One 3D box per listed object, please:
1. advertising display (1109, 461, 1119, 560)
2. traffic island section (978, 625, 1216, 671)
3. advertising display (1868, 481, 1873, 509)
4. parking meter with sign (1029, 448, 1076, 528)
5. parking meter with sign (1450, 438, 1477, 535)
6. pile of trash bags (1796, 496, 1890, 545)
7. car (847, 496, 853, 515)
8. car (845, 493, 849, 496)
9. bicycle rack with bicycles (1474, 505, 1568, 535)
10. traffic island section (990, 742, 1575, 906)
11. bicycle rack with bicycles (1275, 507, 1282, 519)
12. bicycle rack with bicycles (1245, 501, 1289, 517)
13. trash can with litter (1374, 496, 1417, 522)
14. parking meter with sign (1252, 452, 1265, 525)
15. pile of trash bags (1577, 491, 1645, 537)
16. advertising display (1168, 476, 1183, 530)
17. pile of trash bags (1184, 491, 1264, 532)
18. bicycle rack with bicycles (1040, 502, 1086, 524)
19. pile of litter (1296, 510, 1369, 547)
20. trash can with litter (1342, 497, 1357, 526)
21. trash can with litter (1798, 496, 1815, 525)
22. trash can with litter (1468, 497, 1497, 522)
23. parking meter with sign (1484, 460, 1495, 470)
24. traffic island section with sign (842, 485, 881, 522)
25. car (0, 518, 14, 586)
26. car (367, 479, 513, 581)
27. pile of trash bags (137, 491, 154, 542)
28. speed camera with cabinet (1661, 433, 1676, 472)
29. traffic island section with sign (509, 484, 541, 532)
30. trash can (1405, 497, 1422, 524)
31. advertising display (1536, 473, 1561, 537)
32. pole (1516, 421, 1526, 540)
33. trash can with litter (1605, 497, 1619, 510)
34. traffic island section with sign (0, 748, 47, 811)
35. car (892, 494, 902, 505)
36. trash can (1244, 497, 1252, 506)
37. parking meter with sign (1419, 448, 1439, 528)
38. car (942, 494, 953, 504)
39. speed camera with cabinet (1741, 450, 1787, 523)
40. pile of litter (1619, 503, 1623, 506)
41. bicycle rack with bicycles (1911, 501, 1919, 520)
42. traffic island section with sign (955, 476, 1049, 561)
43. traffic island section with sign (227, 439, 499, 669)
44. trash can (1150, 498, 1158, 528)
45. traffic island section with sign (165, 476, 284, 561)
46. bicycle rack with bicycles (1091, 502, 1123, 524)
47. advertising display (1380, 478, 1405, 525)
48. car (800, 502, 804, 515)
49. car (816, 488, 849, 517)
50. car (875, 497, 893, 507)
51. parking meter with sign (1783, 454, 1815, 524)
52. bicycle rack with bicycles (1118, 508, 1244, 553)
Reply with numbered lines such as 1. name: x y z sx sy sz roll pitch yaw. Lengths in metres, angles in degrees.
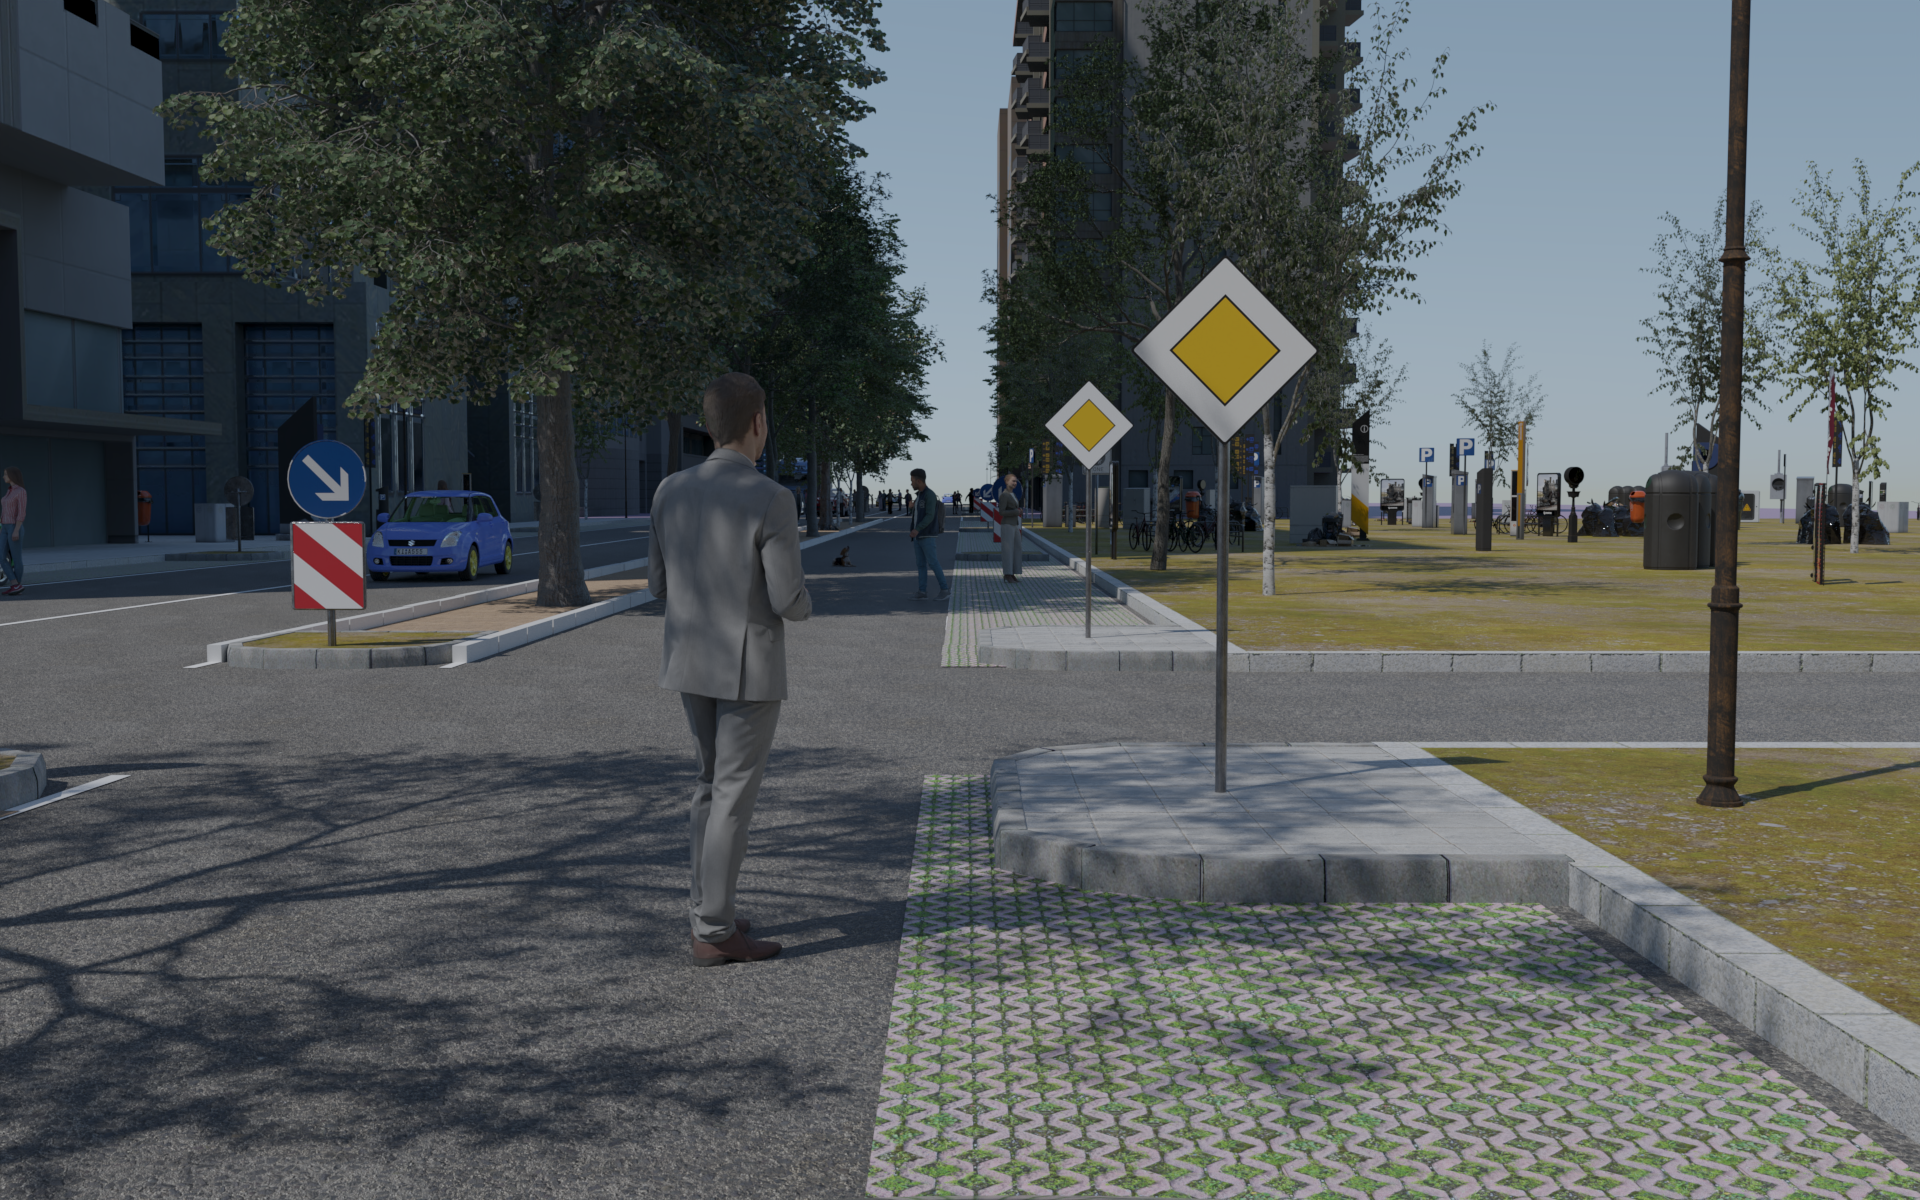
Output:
1. advertising display: 3.033 -1.772 34.181 0.123 1.923 0.974 0 4 1
2. traffic island section: 1.163 0.417 15.457 2.009 0.180 2.903 0 4 0
3. advertising display: 44.671 -4.879 84.978 0.123 1.923 0.974 2 4 31
4. parking meter with sign: 3.572 -4.292 66.434 1.738 3.016 0.543 -1 4 -14
5. parking meter with sign: 15.842 -3.582 54.821 0.543 3.016 1.738 0 4 7
6. pile of trash bags: 23.364 -2.119 44.394 3.447 1.369 1.912 2 4 25
7. car: -8.111 -6.362 116.017 2.014 1.417 4.499 0 4 0
8. car: -12.860 -11.278 193.988 1.945 1.707 3.694 0 4 -1
9. bicycle rack with bicycles: 18.002 -2.577 55.512 2.925 0.926 2.852 1 4 16
10. traffic island section: 1.143 0.906 7.472 2.009 0.180 2.903 0 4 0
11. bicycle rack with bicycles: 5.913 -1.823 43.193 2.925 0.926 2.852 -3 5 -41
12. bicycle rack with bicycles: 15.507 -4.652 89.447 2.925 0.926 2.852 -1 4 -20
13. trash can with litter: 20.729 -4.409 83.143 1.678 1.210 2.233 3 4 39
14. parking meter with sign: 12.617 -4.683 72.823 0.543 3.016 1.738 2 4 30
15. pile of trash bags: 19.840 -2.577 51.879 1.912 1.369 3.447 0 4 2
16. advertising display: 7.563 -3.462 61.819 0.123 1.923 0.974 -3 4 -36
17. pile of trash bags: 8.791 -3.017 59.084 1.912 1.369 3.447 3 5 43
18. bicycle rack with bicycles: 5.129 -4.020 79.108 2.852 0.926 2.925 2 4 29
19. pile of litter: 9.189 -1.754 42.640 1.719 0.858 1.176 1 4 22
20. trash can with litter: 15.155 -3.610 70.084 2.233 1.210 1.678 0 4 7
21. trash can with litter: 35.520 -3.700 71.556 2.233 1.210 1.678 -2 4 -27
22. trash can with litter: 23.692 -4.166 79.165 2.233 1.210 1.678 -1 4 -9
23. parking meter with sign: 26.620 -5.631 88.334 0.543 3.016 1.738 -1 4 -9
24. traffic island section with sign: -5.107 -5.024 90.272 2.006 1.907 1.989 0 4 0
25. car: -15.685 -1.012 25.348 1.959 1.807 4.718 0 3 0
26. car: -8.881 -1.229 29.691 1.945 1.707 3.694 0 4 -1
27. pile of trash bags: -23.086 -2.239 46.358 3.447 1.369 1.912 1 4 15
28. speed camera with cabinet: 22.762 -3.723 55.208 0.660 3.252 2.038 1 4 17
29. traffic island section with sign: -15.849 -3.469 65.338 1.989 1.847 2.006 0 4 0
30. trash can: 19.394 -3.814 74.005 0.748 1.137 0.748 0 3 0
31. advertising display: 17.768 -2.879 52.285 0.123 1.923 0.974 -1 4 -20
32. pole: 15.737 -3.347 48.563 0.158 3.312 0.155 0 3 0
33. trash can with litter: 23.752 -3.205 63.791 1.055 1.170 0.624 2 4 35
34. traffic island section with sign: -5.315 0.025 7.727 2.006 1.907 1.989 0 4 0
35. car: -8.338 -12.846 221.824 2.131 1.459 4.920 0 4 -1
36. trash can: 13.616 -4.225 80.739 0.748 1.137 0.748 0 3 0
37. parking meter with sign: 17.836 -4.247 65.700 0.543 3.016 1.738 2 4 25
38. car: -1.556 -13.751 234.422 1.945 1.707 3.694 0 4 1
39. speed camera with cabinet: 35.835 -5.083 77.446 2.038 3.252 0.660 2 4 25
40. pile of litter: 30.623 -4.065 80.428 1.719 0.858 1.176 2 4 32
41. bicycle rack with bicycles: 47.606 -4.332 84.205 2.852 0.926 2.925 3 4 39
42. traffic island section with sign: 0.899 -1.771 37.584 1.989 1.847 2.006 0 4 0
43. traffic island section with sign: -5.287 -0.428 15.134 2.006 1.907 1.989 0 4 0
44. trash can: 7.257 -3.248 64.755 0.748 1.137 0.748 0 3 0
45. traffic island section with sign: -15.922 -1.782 37.766 1.989 1.847 2.006 0 4 0
46. bicycle rack with bicycles: 7.198 -3.430 69.462 2.925 0.926 2.852 -2 4 -32
47. advertising display: 17.878 -4.062 71.635 0.974 1.923 0.123 0 4 7
48. car: -11.729 -6.517 118.916 2.083 1.381 4.827 0 4 -1
49. car: -8.282 -6.262 111.058 2.281 1.827 5.304 0 4 1
50. car: -8.522 -11.222 193.707 2.015 1.641 3.980 0 4 0
51. parking meter with sign: 36.534 -4.806 74.839 1.738 3.016 0.543 2 4 29
52. bicycle rack with bicycles: 5.155 -1.555 38.807 2.852 0.926 2.925 0 4 -5
